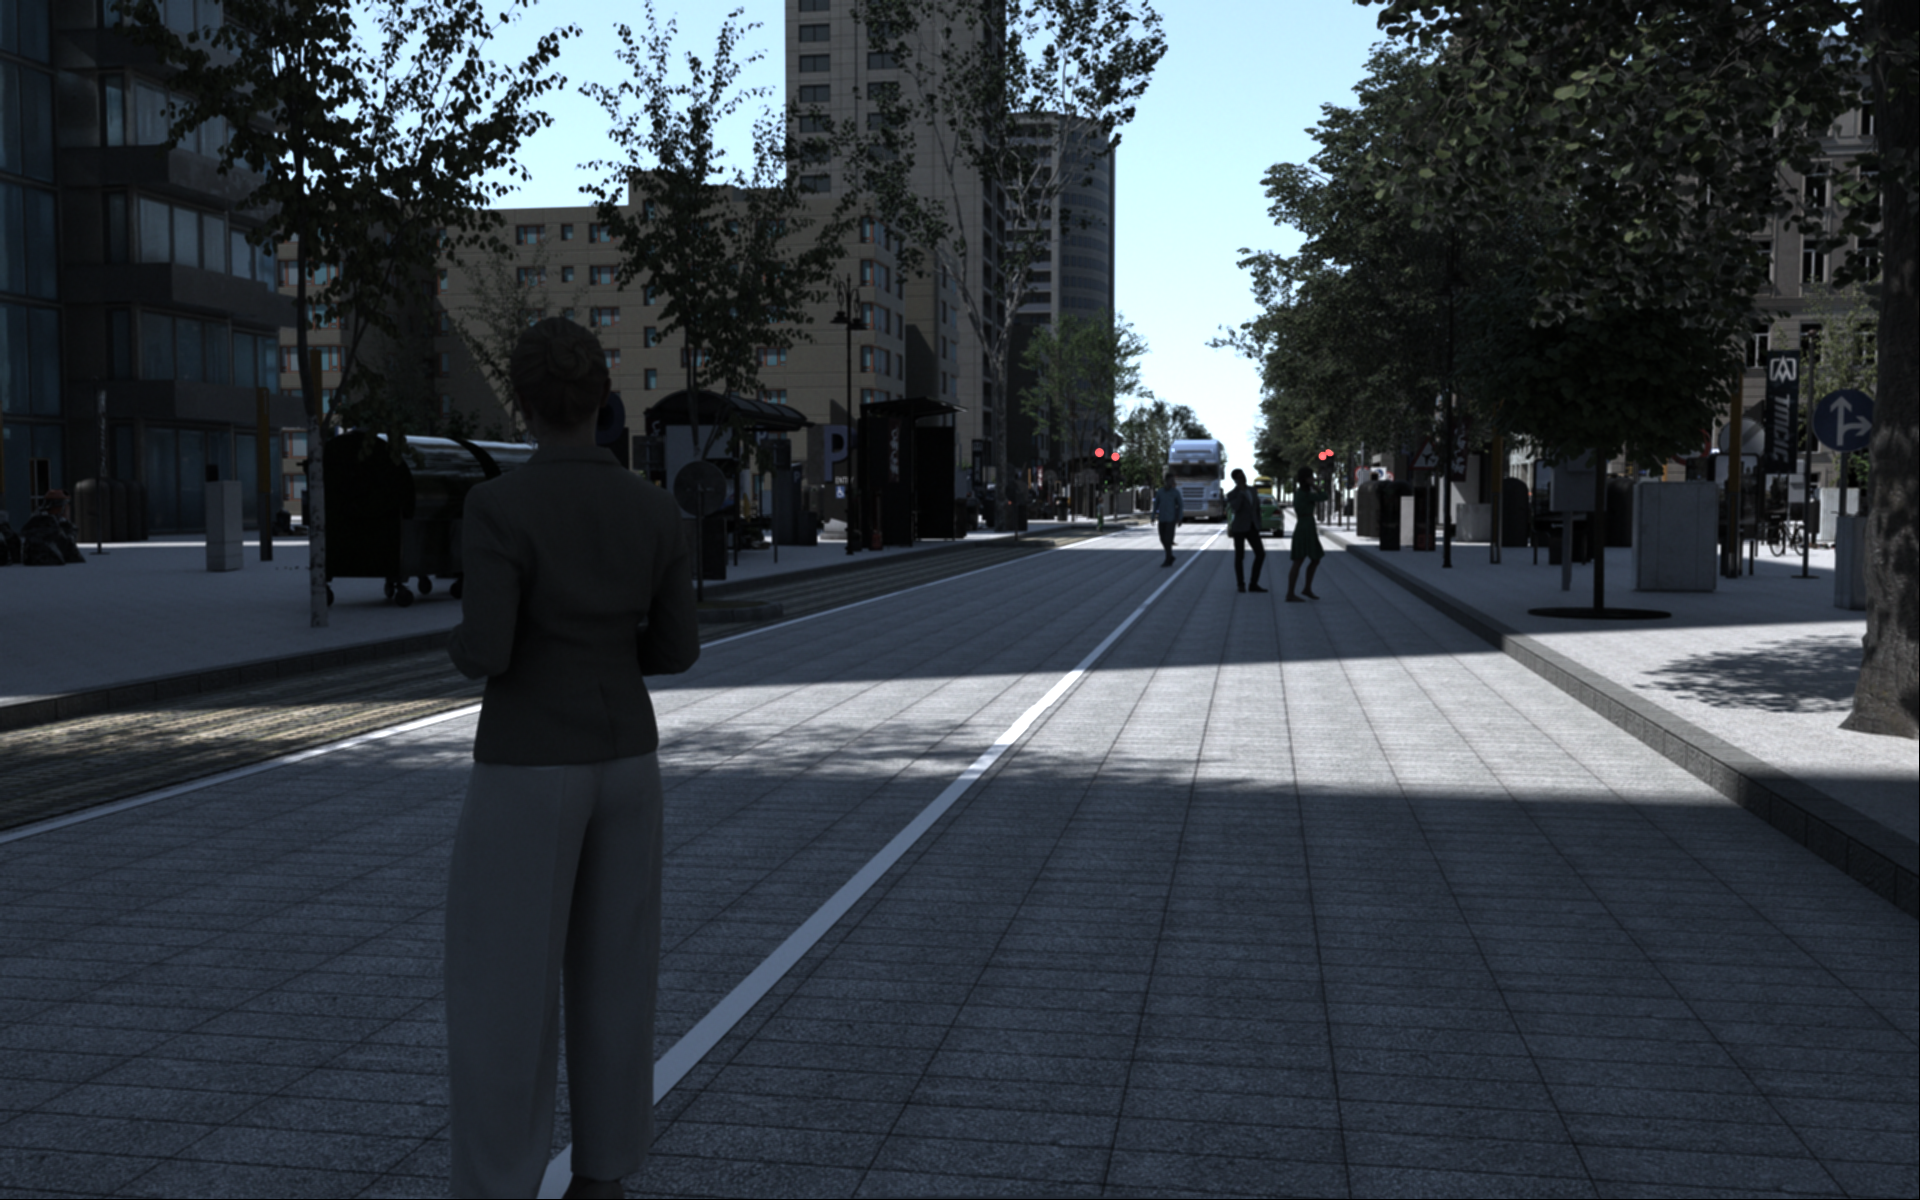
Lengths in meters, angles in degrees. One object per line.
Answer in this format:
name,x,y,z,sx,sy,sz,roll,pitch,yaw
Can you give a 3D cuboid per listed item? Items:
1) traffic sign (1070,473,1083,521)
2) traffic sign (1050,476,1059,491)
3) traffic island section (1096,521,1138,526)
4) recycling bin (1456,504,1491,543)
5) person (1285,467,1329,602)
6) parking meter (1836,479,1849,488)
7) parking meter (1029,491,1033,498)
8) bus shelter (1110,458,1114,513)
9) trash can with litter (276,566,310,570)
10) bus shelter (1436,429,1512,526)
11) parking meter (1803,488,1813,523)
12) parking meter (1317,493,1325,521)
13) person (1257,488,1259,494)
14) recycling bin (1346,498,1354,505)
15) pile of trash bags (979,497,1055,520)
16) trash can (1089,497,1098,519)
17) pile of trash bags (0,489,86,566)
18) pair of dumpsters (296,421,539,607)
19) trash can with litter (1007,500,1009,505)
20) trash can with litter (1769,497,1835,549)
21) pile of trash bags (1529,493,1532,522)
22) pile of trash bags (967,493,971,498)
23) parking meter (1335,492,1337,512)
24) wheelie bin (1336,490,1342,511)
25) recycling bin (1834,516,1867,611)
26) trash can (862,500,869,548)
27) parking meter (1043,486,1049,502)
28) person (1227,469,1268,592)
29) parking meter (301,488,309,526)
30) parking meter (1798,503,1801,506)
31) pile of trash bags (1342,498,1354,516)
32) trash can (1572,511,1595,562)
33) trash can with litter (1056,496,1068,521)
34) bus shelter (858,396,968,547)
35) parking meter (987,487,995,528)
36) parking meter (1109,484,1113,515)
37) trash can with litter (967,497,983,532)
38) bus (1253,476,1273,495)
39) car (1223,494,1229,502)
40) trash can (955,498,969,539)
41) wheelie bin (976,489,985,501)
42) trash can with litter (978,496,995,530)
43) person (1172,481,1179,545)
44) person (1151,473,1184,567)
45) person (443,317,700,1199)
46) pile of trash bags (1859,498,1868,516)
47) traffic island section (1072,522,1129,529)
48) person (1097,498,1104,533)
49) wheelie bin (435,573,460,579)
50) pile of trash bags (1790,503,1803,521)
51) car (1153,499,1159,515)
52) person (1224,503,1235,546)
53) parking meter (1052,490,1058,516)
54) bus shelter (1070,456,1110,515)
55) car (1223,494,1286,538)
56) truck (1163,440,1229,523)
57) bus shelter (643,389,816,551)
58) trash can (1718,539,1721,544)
traffic sign,5.606,-4.977,83.501,0.606,2.300,0.079,1,4,19
traffic sign,5.794,-6.623,108.390,0.768,2.556,0.104,1,4,19
traffic island section,7.100,-3.487,79.294,2.009,0.180,2.903,1,4,10
recycling bin,13.668,-2.046,46.008,0.722,1.027,0.722,-1,4,-17
person,4.593,-0.881,23.147,0.529,1.795,0.600,-1,4,-11
parking meter,33.095,-3.626,64.988,0.255,1.863,0.399,-1,4,-15
parking meter,5.154,-7.244,126.856,0.372,1.533,0.369,0,3,0
bus shelter,9.627,-7.670,116.694,1.731,3.624,6.357,1,4,10
trash can with litter,-10.495,-1.122,29.398,1.678,1.210,2.233,-3,5,-40
bus shelter,16.708,-3.846,56.800,2.014,3.302,5.546,1,4,10
parking meter,37.236,-4.137,76.056,0.372,1.533,0.369,0,3,0
parking meter,17.202,-4.533,82.524,0.372,1.533,0.369,0,3,0
person,19.762,-6.553,115.598,0.622,1.834,0.822,-3,4,-39
recycling bin,24.793,-5.920,109.341,0.722,1.027,0.722,0,4,0
pile of trash bags,2.972,-4.632,85.478,3.447,1.369,1.912,-3,5,-42
trash can,6.934,-4.791,89.994,0.748,1.137,0.748,0,3,0
pile of trash bags,-17.238,-1.371,32.168,1.912,1.369,3.447,-1,4,-11
pair of dumpsters,-6.489,-1.170,21.617,1.574,2.255,4.437,1,4,10
trash can with litter,2.144,-4.279,81.353,0.624,1.170,1.055,-2,4,-24
trash can with litter,20.165,-1.835,41.066,1.678,1.210,2.233,1,4,22
pile of trash bags,21.933,-3.272,63.247,1.912,1.369,3.447,-2,4,-34
pile of trash bags,1.527,-5.929,106.697,3.447,1.369,1.912,-3,4,-36
parking meter,26.095,-6.876,120.840,0.372,1.533,0.369,0,3,0
wheelie bin,27.924,-7.368,128.373,0.693,1.594,0.980,3,4,36
recycling bin,10.238,-0.414,19.319,0.722,1.027,0.722,1,4,13
trash can,-2.197,-1.802,41.116,0.748,1.137,0.748,0,3,0
parking meter,5.485,-6.409,110.490,0.255,1.863,0.399,-1,4,-14
person,4.202,-1.018,25.322,0.592,1.802,0.473,-1,4,-8
parking meter,-26.522,-3.784,70.282,0.372,1.533,0.369,0,3,0
parking meter,41.347,-4.886,85.598,0.399,1.863,0.255,1,4,15
pile of trash bags,23.920,-5.579,100.961,3.447,1.369,1.912,-3,5,-44
trash can,11.684,-1.286,32.686,0.748,1.137,0.748,0,3,0
trash can with litter,4.735,-4.285,81.449,0.624,1.170,1.055,-1,4,-10
bus shelter,-1.142,-3.274,44.805,1.731,3.624,6.357,1,4,10
parking meter,1.210,-3.528,66.100,0.372,1.533,0.369,0,3,0
parking meter,9.087,-6.022,104.173,0.255,1.863,0.399,1,4,9
trash can with litter,0.384,-2.952,59.654,0.624,1.170,1.055,1,4,15
bus,42.159,-15.257,241.002,2.896,3.916,12.252,1,4,10
car,29.966,-11.309,194.683,2.009,1.686,4.222,1,4,11
trash can,-0.113,-2.327,49.692,0.748,1.137,0.748,0,3,0
wheelie bin,1.461,-6.306,111.004,0.693,1.594,0.980,2,4,32
trash can with litter,0.653,-3.113,61.947,2.233,1.210,1.678,0,4,1
person,5.900,-2.435,48.489,0.721,1.800,0.419,-2,4,-35
person,4.144,-1.578,34.165,0.638,1.841,0.748,3,5,39
person,-0.767,0.352,3.299,0.519,1.759,0.362,-3,5,-41
pile of trash bags,40.822,-4.229,78.904,3.447,1.369,1.912,-2,4,-34
traffic island section,5.742,-3.006,71.425,2.009,0.180,2.903,1,4,10
person,5.133,-3.103,63.476,0.306,1.304,0.590,2,4,31
wheelie bin,-7.670,-1.135,26.472,0.980,1.594,0.693,2,4,23
pile of trash bags,40.686,-4.523,83.710,3.447,1.369,1.912,0,4,2
car,14.283,-6.705,119.214,1.945,1.707,3.694,1,4,10
person,7.771,-2.411,48.263,0.623,1.781,0.721,-2,4,-27
parking meter,5.490,-5.604,100.037,0.372,1.533,0.369,0,3,0
bus shelter,8.072,-7.166,108.453,1.731,3.624,6.357,1,4,10
car,9.922,-2.842,58.260,2.131,1.459,4.920,1,4,8
truck,12.729,-6.215,91.372,2.967,4.110,18.799,1,4,10
bus shelter,-4.683,-2.584,36.173,2.014,3.302,5.546,1,4,10
trash can,19.564,-1.985,44.110,0.748,1.137,0.748,0,3,0
